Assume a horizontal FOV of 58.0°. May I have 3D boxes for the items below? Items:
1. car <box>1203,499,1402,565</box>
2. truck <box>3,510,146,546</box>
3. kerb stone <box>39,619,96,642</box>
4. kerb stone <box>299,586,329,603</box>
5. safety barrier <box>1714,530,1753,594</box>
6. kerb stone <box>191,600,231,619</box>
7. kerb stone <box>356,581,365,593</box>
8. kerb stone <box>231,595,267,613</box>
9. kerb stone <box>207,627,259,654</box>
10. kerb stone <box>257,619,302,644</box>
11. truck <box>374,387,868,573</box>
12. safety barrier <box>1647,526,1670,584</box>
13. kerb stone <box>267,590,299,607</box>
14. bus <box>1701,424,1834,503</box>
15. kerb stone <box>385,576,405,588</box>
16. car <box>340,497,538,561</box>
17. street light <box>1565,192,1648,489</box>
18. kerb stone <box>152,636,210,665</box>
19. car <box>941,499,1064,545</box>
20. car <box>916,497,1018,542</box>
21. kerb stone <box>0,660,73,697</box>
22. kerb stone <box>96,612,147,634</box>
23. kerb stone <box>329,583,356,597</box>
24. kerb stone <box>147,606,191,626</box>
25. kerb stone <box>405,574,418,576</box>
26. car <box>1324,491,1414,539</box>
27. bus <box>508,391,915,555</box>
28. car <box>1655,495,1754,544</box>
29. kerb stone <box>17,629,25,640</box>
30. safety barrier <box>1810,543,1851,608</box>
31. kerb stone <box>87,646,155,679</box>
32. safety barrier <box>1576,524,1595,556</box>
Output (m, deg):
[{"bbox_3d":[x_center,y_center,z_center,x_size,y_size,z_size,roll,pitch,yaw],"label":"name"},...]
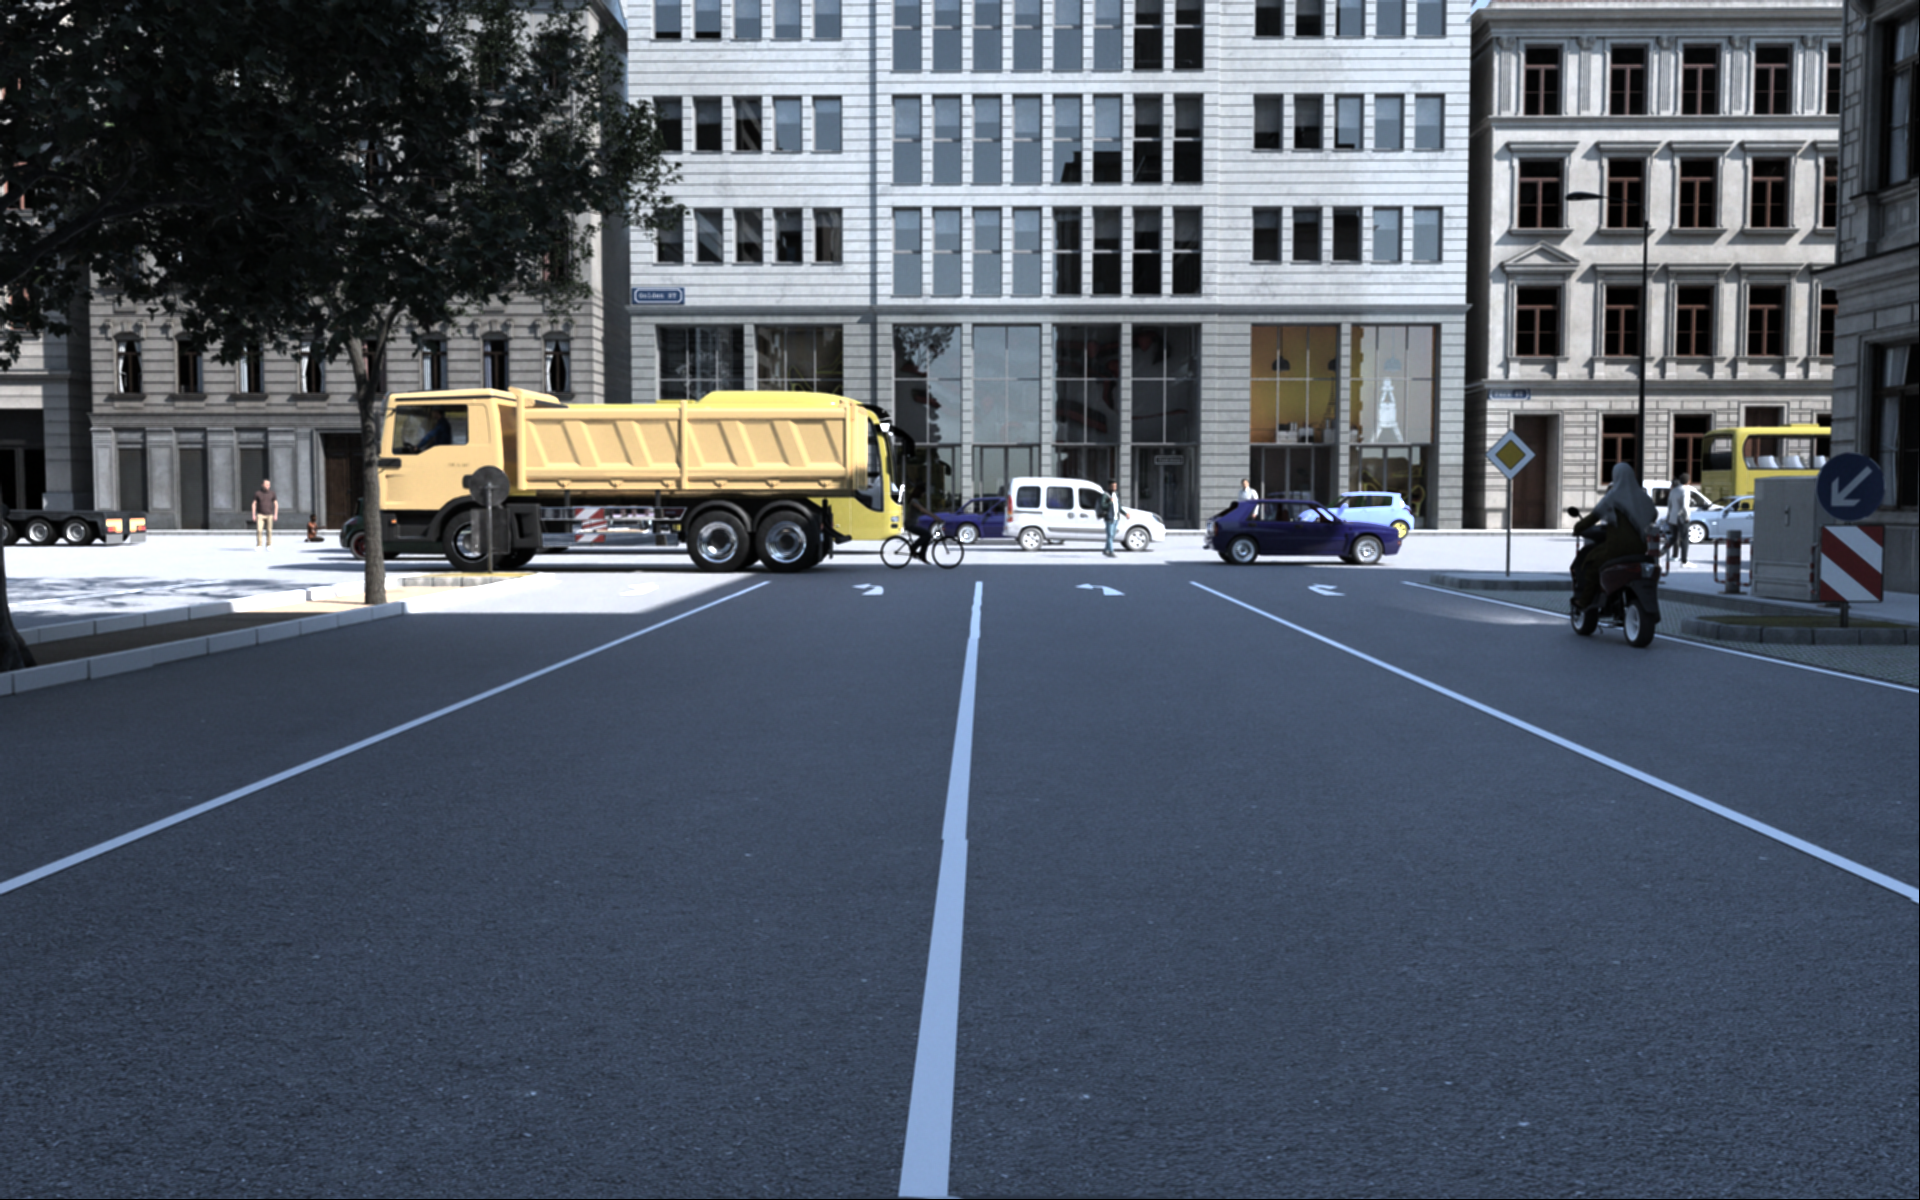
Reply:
[{"bbox_3d":[7.000,-1.405,35.555,3.894,1.354,1.945,0,4,1],"label":"car"},{"bbox_3d":[-32.640,-3.574,48.193,18.799,4.110,2.967,0,4,0],"label":"truck"},{"bbox_3d":[-8.851,0.314,17.058,0.120,0.150,1.000,0,4,1],"label":"kerb stone"},{"bbox_3d":[-8.753,-0.064,23.238,0.120,0.150,1.000,0,4,1],"label":"kerb stone"},{"bbox_3d":[9.909,-0.484,22.193,0.300,0.817,1.120,0,4,1],"label":"safety barrier"},{"bbox_3d":[-8.789,0.125,20.152,0.120,0.150,1.000,0,4,1],"label":"kerb stone"},{"bbox_3d":[-8.717,-0.187,25.291,0.120,0.150,1.000,0,4,1],"label":"kerb stone"},{"bbox_3d":[-8.780,0.064,21.181,0.120,0.150,1.000,0,4,1],"label":"kerb stone"},{"bbox_3d":[-6.760,0.381,15.969,0.120,0.150,1.000,0,4,1],"label":"kerb stone"},{"bbox_3d":[-6.743,0.317,17.006,0.120,0.150,1.000,0,4,1],"label":"kerb stone"},{"bbox_3d":[-6.712,-2.240,32.552,9.791,3.379,3.469,0,4,2],"label":"truck"},{"bbox_3d":[9.948,-0.647,24.857,0.300,0.817,1.120,0,4,1],"label":"safety barrier"},{"bbox_3d":[-8.766,-0.001,22.209,0.120,0.150,1.000,0,4,1],"label":"kerb stone"},{"bbox_3d":[30.591,-3.944,56.035,12.252,3.916,2.896,0,4,0],"label":"bus"},{"bbox_3d":[-8.701,-0.252,26.332,0.120,0.150,1.000,0,4,1],"label":"kerb stone"},{"bbox_3d":[-11.414,-1.724,37.971,4.222,1.686,2.009,0,3,0],"label":"car"},{"bbox_3d":[10.005,-3.318,26.788,1.470,5.913,1.316,0,4,1],"label":"street light"},{"bbox_3d":[-6.781,0.444,14.939,0.120,0.150,1.000,0,4,1],"label":"kerb stone"},{"bbox_3d":[1.421,-2.256,49.463,3.894,1.354,1.945,0,4,2],"label":"car"},{"bbox_3d":[0.596,-2.442,52.507,3.894,1.354,1.945,0,4,1],"label":"car"},{"bbox_3d":[-6.810,0.570,12.883,0.120,0.150,1.000,0,4,1],"label":"kerb stone"},{"bbox_3d":[-8.828,0.251,18.097,0.120,0.150,1.000,0,4,1],"label":"kerb stone"},{"bbox_3d":[-8.737,-0.127,24.265,0.120,0.150,1.000,0,4,1],"label":"kerb stone"},{"bbox_3d":[-8.811,0.188,19.125,0.120,0.150,1.000,0,4,1],"label":"kerb stone"},{"bbox_3d":[-8.678,-0.316,27.359,0.120,0.150,1.000,0,4,1],"label":"kerb stone"},{"bbox_3d":[12.572,-2.801,55.380,3.694,1.707,1.945,0,3,0],"label":"car"},{"bbox_3d":[-7.259,-3.080,41.902,12.252,3.916,2.896,0,4,0],"label":"bus"},{"bbox_3d":[22.553,-2.343,50.306,4.499,1.417,2.014,0,4,2],"label":"car"},{"bbox_3d":[-8.861,0.381,16.032,0.120,0.150,1.000,0,4,1],"label":"kerb stone"},{"bbox_3d":[9.868,-0.322,19.535,0.300,0.817,1.120,0,4,1],"label":"safety barrier"},{"bbox_3d":[-6.786,0.507,13.912,0.120,0.150,1.000,0,4,1],"label":"kerb stone"},{"bbox_3d":[9.993,-0.809,27.503,0.300,0.817,1.120,0,4,1],"label":"safety barrier"}]
